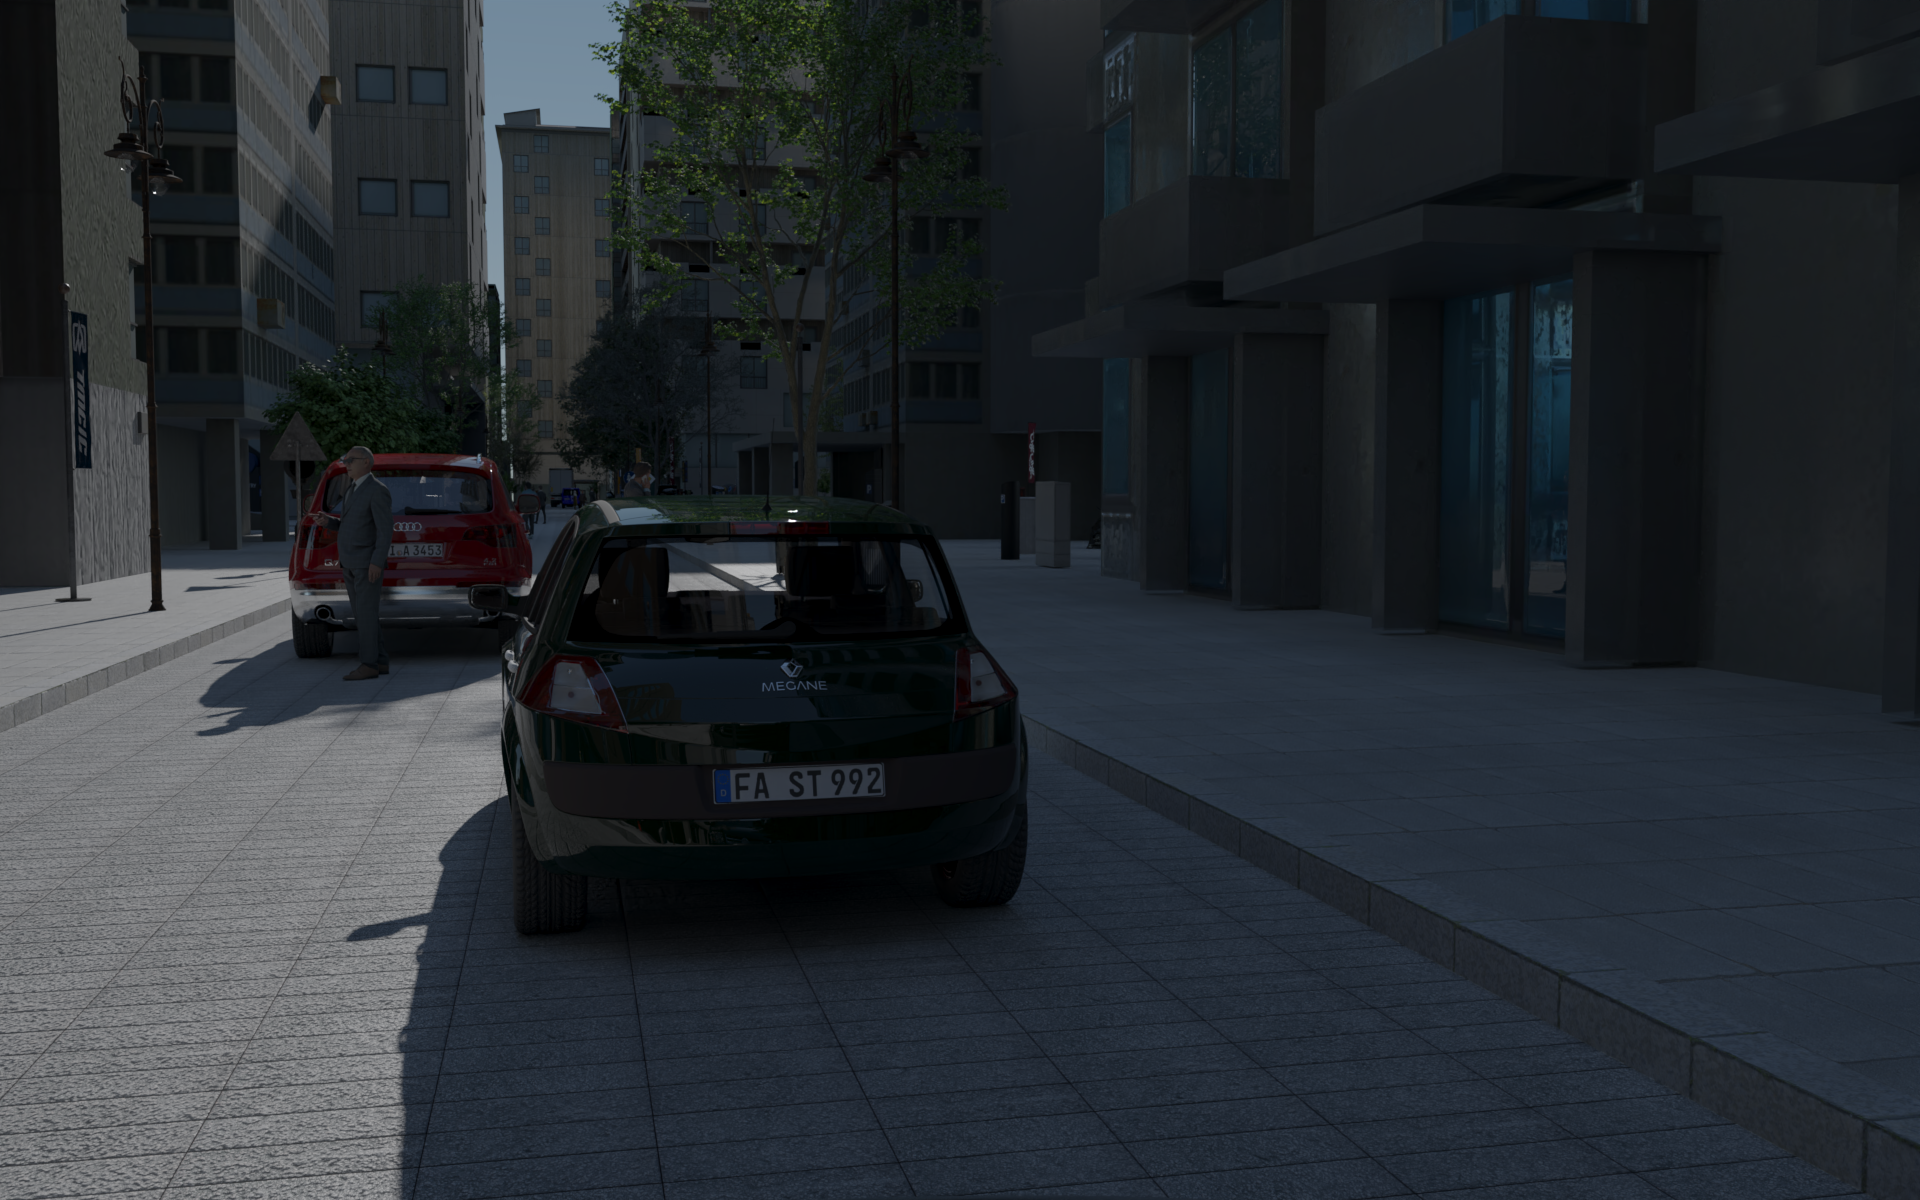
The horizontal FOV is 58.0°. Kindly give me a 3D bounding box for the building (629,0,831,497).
[{"bbox_3d":[-11.500,-33.373,134.880,28.713,52.752,27.495,-1,4,-13],"label":"building"}]

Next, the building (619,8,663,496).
[{"bbox_3d":[-22.072,-33.405,169.876,21.300,48.544,21.600,-1,4,-13],"label":"building"}]

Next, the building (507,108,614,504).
[{"bbox_3d":[-51.053,-40.202,246.541,27.495,52.752,28.713,-1,4,-13],"label":"building"}]

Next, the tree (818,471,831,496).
[{"bbox_3d":[-9.236,-7.654,119.751,1.663,3.219,1.824,0,3,0],"label":"tree"}]

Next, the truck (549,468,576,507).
[{"bbox_3d":[-44.207,-12.449,192.459,2.839,4.237,11.283,-1,4,-11],"label":"truck"}]

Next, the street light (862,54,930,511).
[{"bbox_3d":[-0.705,-2.814,18.803,0.468,5.910,1.993,-1,4,-13],"label":"street light"}]

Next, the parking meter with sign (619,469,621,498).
[{"bbox_3d":[-23.332,-7.549,119.691,0.543,3.016,1.738,-1,4,-8],"label":"parking meter with sign"}]

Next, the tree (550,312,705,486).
[{"bbox_3d":[-20.718,-11.670,107.817,9.611,12.733,9.660,0,3,0],"label":"tree"}]

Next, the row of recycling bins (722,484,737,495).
[{"bbox_3d":[-8.654,-3.737,68.216,1.069,1.692,3.534,-2,4,-24],"label":"row of recycling bins"}]

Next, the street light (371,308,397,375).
[{"bbox_3d":[-14.321,-4.305,43.182,0.468,5.910,1.993,-1,4,-13],"label":"street light"}]

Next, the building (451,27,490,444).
[{"bbox_3d":[-41.268,-26.890,123.240,14.154,41.232,14.086,-1,4,-13],"label":"building"}]

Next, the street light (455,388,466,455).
[{"bbox_3d":[-21.798,-6.294,75.692,0.468,5.910,1.993,-1,4,-13],"label":"street light"}]

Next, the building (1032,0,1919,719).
[{"bbox_3d":[14.336,-24.200,15.273,23.786,49.044,30.456,-1,4,-13],"label":"building"}]

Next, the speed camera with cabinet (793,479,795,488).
[{"bbox_3d":[-10.530,-6.795,105.427,2.038,3.252,0.660,-2,4,-27],"label":"speed camera with cabinet"}]

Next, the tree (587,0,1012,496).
[{"bbox_3d":[-2.895,-6.505,32.120,9.928,11.665,9.643,0,3,0],"label":"tree"}]

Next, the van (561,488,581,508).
[{"bbox_3d":[-39.040,-10.377,174.041,2.240,2.365,5.245,-1,4,-11],"label":"van"}]

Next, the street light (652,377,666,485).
[{"bbox_3d":[-11.883,-5.849,68.411,0.468,5.910,1.993,-1,4,-13],"label":"street light"}]

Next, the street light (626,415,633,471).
[{"bbox_3d":[-18.941,-7.721,99.022,0.468,5.910,1.993,-1,4,-13],"label":"street light"}]

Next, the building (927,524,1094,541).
[{"bbox_3d":[9.276,-22.236,55.436,32.217,40.220,23.993,-1,4,-13],"label":"building"}]

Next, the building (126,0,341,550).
[{"bbox_3d":[-29.568,-21.602,45.070,23.993,40.220,32.217,-1,4,-13],"label":"building"}]

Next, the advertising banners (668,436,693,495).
[{"bbox_3d":[-8.558,-3.474,52.987,0.090,3.025,2.074,1,4,11],"label":"advertising banners"}]

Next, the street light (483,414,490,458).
[{"bbox_3d":[-27.302,-7.780,99.993,0.468,5.910,1.993,-1,4,-13],"label":"street light"}]

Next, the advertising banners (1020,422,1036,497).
[{"bbox_3d":[1.445,-2.778,41.602,0.090,3.025,2.074,2,4,24],"label":"advertising banners"}]

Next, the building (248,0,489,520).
[{"bbox_3d":[-40.057,-30.853,93.688,28.713,52.752,27.495,-1,4,-13],"label":"building"}]

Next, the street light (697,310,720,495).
[{"bbox_3d":[-6.306,-4.326,43.520,0.468,5.910,1.993,-1,4,-13],"label":"street light"}]

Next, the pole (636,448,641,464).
[{"bbox_3d":[-14.282,-5.089,77.041,0.158,3.312,0.155,0,3,0],"label":"pole"}]

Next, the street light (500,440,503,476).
[{"bbox_3d":[-33.054,-9.306,124.944,0.468,5.910,1.993,-1,4,-13],"label":"street light"}]

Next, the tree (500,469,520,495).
[{"bbox_3d":[-35.448,-8.574,134.781,1.663,3.219,1.824,0,3,0],"label":"tree"}]

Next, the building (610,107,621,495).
[{"bbox_3d":[-30.415,-30.779,186.834,14.154,41.232,14.086,-1,4,-13],"label":"building"}]

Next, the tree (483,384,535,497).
[{"bbox_3d":[-31.324,-10.184,116.873,4.360,8.622,3.978,0,3,0],"label":"tree"}]

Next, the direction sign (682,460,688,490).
[{"bbox_3d":[-18.560,-7.640,116.916,0.379,3.537,0.876,-2,4,-31],"label":"direction sign"}]

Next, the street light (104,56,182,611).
[{"bbox_3d":[-8.833,-2.819,18.878,0.468,5.910,1.993,-1,4,-13],"label":"street light"}]

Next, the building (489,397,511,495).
[{"bbox_3d":[-69.825,-54.508,203.884,31.000,86.520,22.319,-1,4,-13],"label":"building"}]

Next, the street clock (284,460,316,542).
[{"bbox_3d":[-11.356,-1.545,29.828,0.471,2.002,0.358,-3,5,-41],"label":"street clock"}]

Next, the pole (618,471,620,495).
[{"bbox_3d":[-29.046,-9.402,147.564,0.158,3.312,0.155,0,3,0],"label":"pole"}]

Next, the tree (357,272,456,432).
[{"bbox_3d":[-24.095,-9.456,80.353,9.928,11.665,9.643,0,3,0],"label":"tree"}]

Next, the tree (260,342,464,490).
[{"bbox_3d":[-13.384,-3.303,37.713,4.285,4.588,4.351,0,3,0],"label":"tree"}]

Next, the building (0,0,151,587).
[{"bbox_3d":[-18.649,-15.153,19.448,14.160,30.474,14.107,-1,4,-13],"label":"building"}]

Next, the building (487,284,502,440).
[{"bbox_3d":[-69.928,-28.426,236.464,14.107,30.474,14.160,-1,4,-13],"label":"building"}]

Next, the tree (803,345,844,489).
[{"bbox_3d":[-5.548,-8.083,82.527,4.737,8.622,4.395,0,3,0],"label":"tree"}]
